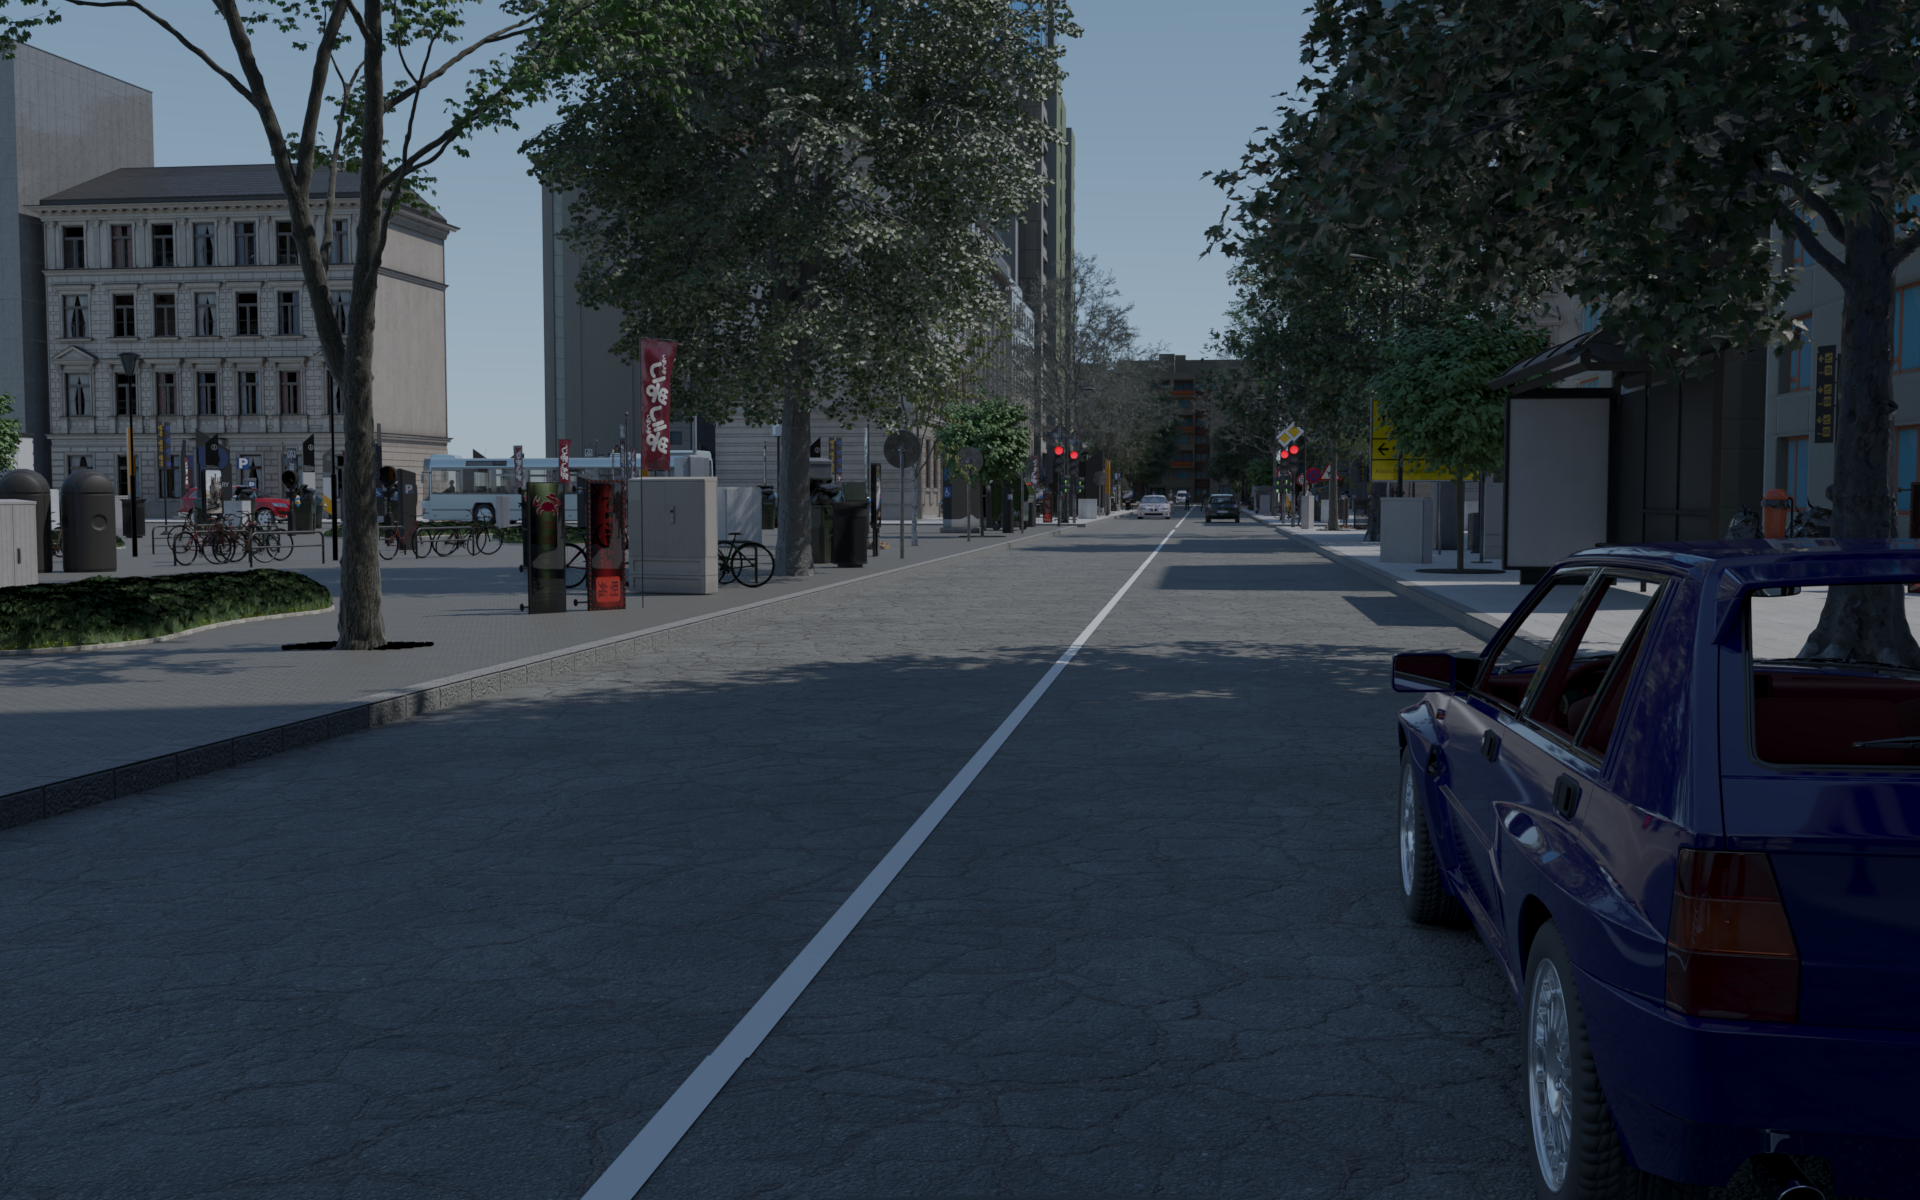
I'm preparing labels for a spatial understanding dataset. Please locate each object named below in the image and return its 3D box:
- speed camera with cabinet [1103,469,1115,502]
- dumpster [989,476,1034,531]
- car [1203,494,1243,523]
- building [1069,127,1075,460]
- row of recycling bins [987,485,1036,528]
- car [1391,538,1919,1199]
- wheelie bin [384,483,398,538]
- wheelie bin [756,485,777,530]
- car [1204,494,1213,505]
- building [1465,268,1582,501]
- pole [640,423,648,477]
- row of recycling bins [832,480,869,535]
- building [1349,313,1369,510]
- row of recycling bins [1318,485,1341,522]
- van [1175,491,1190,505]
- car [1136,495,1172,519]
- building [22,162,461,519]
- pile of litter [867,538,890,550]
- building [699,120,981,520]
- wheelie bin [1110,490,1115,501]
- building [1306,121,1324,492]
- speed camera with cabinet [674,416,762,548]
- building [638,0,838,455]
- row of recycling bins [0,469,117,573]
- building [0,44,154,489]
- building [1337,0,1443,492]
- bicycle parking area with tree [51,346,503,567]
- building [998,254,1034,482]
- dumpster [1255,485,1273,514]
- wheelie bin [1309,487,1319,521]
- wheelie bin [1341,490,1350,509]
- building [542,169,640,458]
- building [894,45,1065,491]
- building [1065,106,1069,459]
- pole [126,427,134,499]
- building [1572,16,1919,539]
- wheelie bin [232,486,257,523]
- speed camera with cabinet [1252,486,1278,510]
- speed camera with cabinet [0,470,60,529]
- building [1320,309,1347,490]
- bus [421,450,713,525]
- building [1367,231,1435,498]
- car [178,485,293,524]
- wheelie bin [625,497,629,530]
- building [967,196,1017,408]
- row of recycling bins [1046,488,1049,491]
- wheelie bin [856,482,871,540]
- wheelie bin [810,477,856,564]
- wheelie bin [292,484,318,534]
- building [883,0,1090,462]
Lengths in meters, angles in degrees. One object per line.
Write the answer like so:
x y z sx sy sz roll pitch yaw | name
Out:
11.849 -8.809 138.370 0.660 3.252 2.038 -1 4 -10 | speed camera with cabinet
1.785 -3.601 61.363 1.502 2.255 1.985 0 4 8 | dumpster
13.321 -4.766 87.715 2.009 1.686 4.222 1 4 9 | car
4.940 -30.891 188.658 14.154 41.232 14.086 0 4 8 | building
1.726 -3.630 66.458 1.069 1.692 3.534 2 4 35 | row of recycling bins
2.173 0.492 4.531 1.945 1.354 3.894 1 4 8 | car
-15.748 -2.481 48.473 0.693 1.594 0.980 -2 4 -31 | wheelie bin
-7.011 -3.345 62.606 0.980 1.594 0.693 -2 4 -26 | wheelie bin
19.949 -7.466 133.866 2.131 1.459 4.920 0 4 8 | car
35.278 -15.165 84.108 21.152 22.565 11.583 0 4 8 | building
-7.759 -2.981 42.585 0.158 3.312 0.155 0 3 0 | pole
-3.874 -2.804 52.964 1.069 1.692 3.534 -2 4 -33 | row of recycling bins
37.938 -19.521 137.195 12.078 24.808 19.932 0 4 8 | building
16.791 -4.371 78.575 1.069 1.692 3.534 1 4 9 | row of recycling bins
28.796 -13.286 224.241 2.013 2.044 4.112 0 4 8 | van
11.186 -5.346 99.765 2.083 1.381 4.827 0 4 7 | car
-38.456 -14.048 94.305 19.286 19.102 10.561 0 4 8 | building
-2.273 -1.639 40.765 1.176 0.858 1.719 -1 4 -14 | pile of litter
-5.936 -15.861 95.487 11.583 22.565 21.152 0 4 8 | building
11.401 -7.626 132.595 0.693 1.594 0.980 3 5 39 | wheelie bin
51.980 -35.407 202.602 21.300 48.544 21.600 0 4 8 | building
-5.788 -2.882 41.464 2.038 3.252 0.660 -2 4 -33 | speed camera with cabinet
-26.469 -47.380 212.907 20.611 71.187 20.563 0 4 8 | building
-15.650 -1.286 28.140 3.534 1.692 1.069 -1 4 -18 | row of recycling bins
-57.989 -17.103 97.650 19.932 24.808 12.078 0 4 8 | building
47.335 -33.190 162.259 23.786 49.044 30.456 0 4 8 | building
-14.352 -2.898 34.384 8.231 4.147 9.016 3 4 36 | bicycle parking area with tree
-0.084 -17.353 138.471 10.420 20.320 16.860 0 4 8 | building
19.679 -6.478 111.678 1.264 1.857 1.865 0 4 8 | dumpster
16.812 -4.539 82.114 0.693 1.594 0.980 -2 4 -24 | wheelie bin
32.125 -8.361 144.614 0.693 1.594 0.980 -3 4 -38 | wheelie bin
-43.651 -32.783 219.595 14.086 41.232 14.154 0 4 8 | building
1.740 -29.138 159.995 14.154 41.232 14.086 0 4 8 | building
3.048 -30.001 174.114 14.154 41.232 14.086 0 4 8 | building
-25.411 -3.624 53.098 0.158 3.312 0.155 0 3 0 | pole
32.105 -12.002 41.264 27.650 21.520 28.899 0 4 8 | building
-28.385 -3.723 68.783 0.693 1.594 0.980 2 4 34 | wheelie bin
24.527 -8.863 139.250 2.038 3.252 0.660 3 4 36 | speed camera with cabinet
-32.809 -4.067 60.831 2.038 3.252 0.660 0 4 1 | speed camera with cabinet
46.389 -32.740 185.410 14.600 45.320 14.200 0 4 8 | building
-17.445 -4.902 75.012 13.247 3.499 2.948 1 4 10 | bus
35.236 -20.267 117.271 13.634 28.700 20.117 0 4 8 | building
-31.879 -4.167 76.811 5.304 1.827 2.281 0 4 7 | car
-7.434 -2.003 40.662 0.693 1.594 0.980 0 4 7 | wheelie bin
-4.042 -16.915 118.358 13.314 21.916 24.055 0 4 8 | building
4.190 -6.506 113.485 3.534 1.692 1.069 1 4 20 | row of recycling bins
-2.788 -2.267 44.981 0.980 1.594 0.693 -1 4 -20 | wheelie bin
-2.558 -1.483 32.149 0.693 1.594 0.980 2 4 35 | wheelie bin
-20.895 -2.897 55.278 0.693 1.594 0.980 0 4 -6 | wheelie bin
-0.469 -54.783 208.369 31.000 86.520 22.319 0 4 8 | building
